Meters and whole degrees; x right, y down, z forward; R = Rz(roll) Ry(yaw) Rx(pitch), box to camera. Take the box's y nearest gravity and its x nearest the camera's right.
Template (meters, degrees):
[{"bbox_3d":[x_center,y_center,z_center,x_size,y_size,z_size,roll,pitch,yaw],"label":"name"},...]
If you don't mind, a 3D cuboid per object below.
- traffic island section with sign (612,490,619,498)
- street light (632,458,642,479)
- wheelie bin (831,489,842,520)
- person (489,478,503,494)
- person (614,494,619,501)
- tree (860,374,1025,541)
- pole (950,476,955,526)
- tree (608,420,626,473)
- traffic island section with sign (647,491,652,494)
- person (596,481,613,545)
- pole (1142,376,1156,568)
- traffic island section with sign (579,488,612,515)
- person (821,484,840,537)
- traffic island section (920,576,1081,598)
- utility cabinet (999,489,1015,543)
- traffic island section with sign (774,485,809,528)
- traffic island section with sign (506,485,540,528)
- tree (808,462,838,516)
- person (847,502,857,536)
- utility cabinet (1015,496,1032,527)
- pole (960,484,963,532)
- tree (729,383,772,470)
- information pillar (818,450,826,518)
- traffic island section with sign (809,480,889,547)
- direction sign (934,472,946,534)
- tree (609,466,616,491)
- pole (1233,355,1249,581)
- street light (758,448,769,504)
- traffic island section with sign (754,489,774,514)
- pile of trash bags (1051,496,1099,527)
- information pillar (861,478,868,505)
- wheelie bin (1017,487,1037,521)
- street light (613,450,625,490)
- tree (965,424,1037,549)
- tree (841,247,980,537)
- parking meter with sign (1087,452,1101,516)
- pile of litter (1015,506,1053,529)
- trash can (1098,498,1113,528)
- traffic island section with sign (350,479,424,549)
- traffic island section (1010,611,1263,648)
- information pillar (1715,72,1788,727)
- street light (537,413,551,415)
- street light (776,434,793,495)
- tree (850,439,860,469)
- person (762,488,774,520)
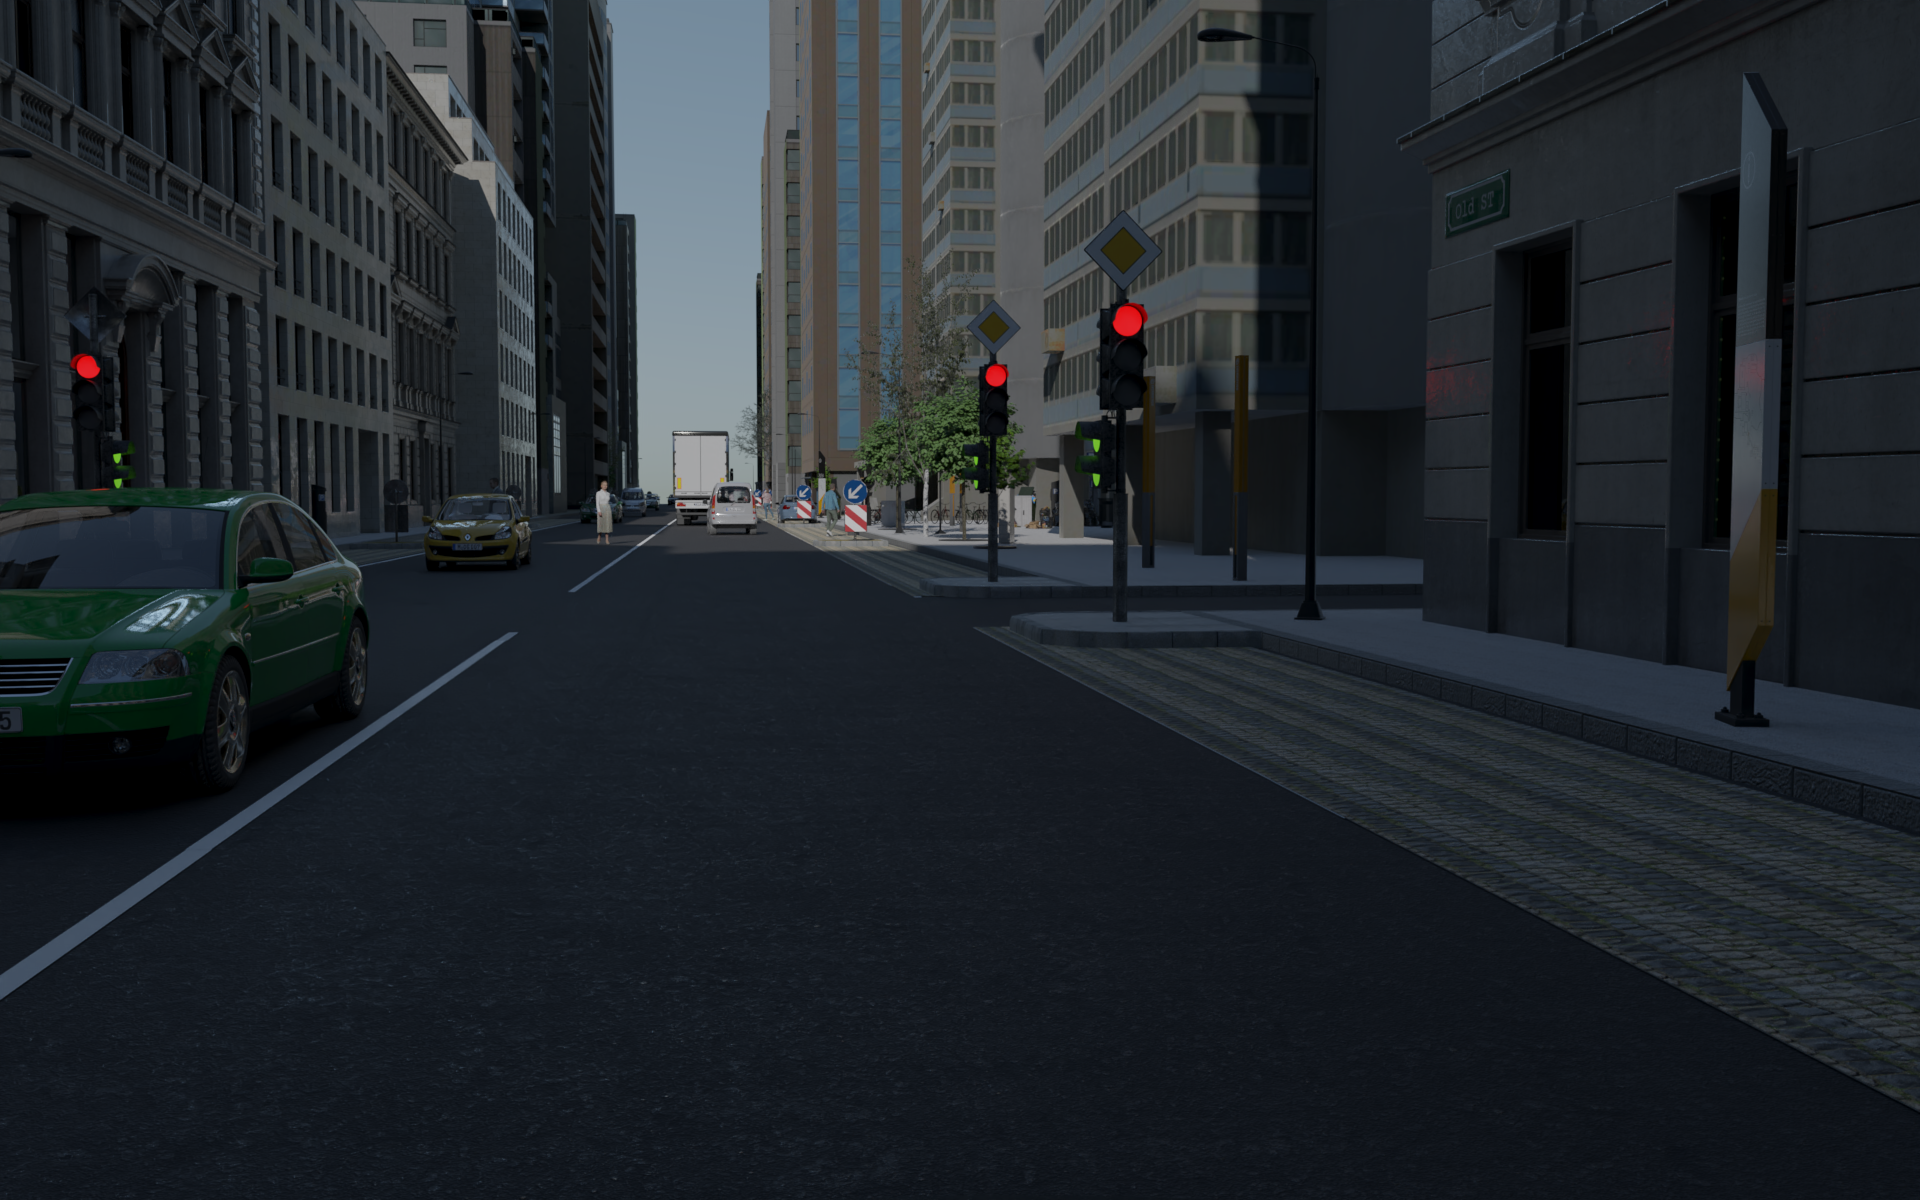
[{"bbox_3d":[-29.680,-8.607,149.347,1.989,1.847,2.006,0,4,-8],"label":"traffic island section with sign"},{"bbox_3d":[-41.784,-15.385,224.085,1.470,5.913,1.316,0,4,-8],"label":"street light"},{"bbox_3d":[-6.217,-4.782,86.096,0.693,1.594,0.980,0,4,1],"label":"wheelie bin"},{"bbox_3d":[-10.652,-1.906,39.792,0.853,1.813,0.709,-2,4,-30],"label":"person"},{"bbox_3d":[-25.988,-7.254,130.364,0.557,1.426,1.065,3,5,44],"label":"person"},{"bbox_3d":[0.190,-3.907,47.599,4.285,4.588,4.351,0,3,0],"label":"tree"},{"bbox_3d":[-0.310,-4.633,69.595,0.158,3.312,0.155,0,3,0],"label":"pole"},{"bbox_3d":[-35.420,-13.594,172.620,4.360,8.622,3.978,0,3,0],"label":"tree"},{"bbox_3d":[-41.264,-13.575,230.570,1.989,1.847,2.006,0,4,-8],"label":"traffic island section with sign"},{"bbox_3d":[-10.182,-2.487,49.384,0.478,1.798,0.641,-2,4,-31],"label":"person"},{"bbox_3d":[3.274,-2.213,30.022,0.158,3.312,0.155,0,3,0],"label":"pole"},{"bbox_3d":[-25.803,-6.945,122.179,1.989,1.847,2.006,0,4,-8],"label":"traffic island section with sign"},{"bbox_3d":[-4.344,-3.005,57.972,0.601,1.785,0.444,3,5,43],"label":"person"},{"bbox_3d":[0.503,-0.187,25.335,2.009,0.180,2.903,0,4,-8],"label":"traffic island section"},{"bbox_3d":[1.210,-2.238,45.274,0.318,1.500,1.173,0,4,8],"label":"utility cabinet"},{"bbox_3d":[-6.871,-4.038,74.646,1.989,1.847,2.006,0,4,-8],"label":"traffic island section with sign"},{"bbox_3d":[-18.775,-3.935,72.963,1.989,1.847,2.006,0,4,-8],"label":"traffic island section with sign"},{"bbox_3d":[-7.943,-6.615,102.763,1.663,3.219,1.824,0,3,0],"label":"tree"},{"bbox_3d":[-3.659,-3.123,59.364,0.447,1.846,0.655,-1,4,-8],"label":"person"},{"bbox_3d":[2.309,-3.491,68.245,1.020,1.237,0.306,0,4,-2],"label":"utility cabinet"},{"bbox_3d":[0.084,-3.962,58.624,0.158,3.312,0.155,0,3,0],"label":"pole"},{"bbox_3d":[-19.342,-16.767,184.507,12.009,13.543,11.850,0,3,0],"label":"tree"},{"bbox_3d":[-7.357,-6.171,92.249,0.183,3.616,0.504,-3,5,-45],"label":"information pillar"},{"bbox_3d":[-3.063,-2.406,47.960,1.989,1.847,2.006,0,4,-8],"label":"traffic island section with sign"},{"bbox_3d":[-0.635,-3.900,55.756,0.876,3.537,0.379,3,4,36],"label":"direction sign"},{"bbox_3d":[-34.654,-11.229,167.305,4.285,4.588,4.351,0,3,0],"label":"tree"},{"bbox_3d":[4.143,-1.939,25.546,0.158,3.312,0.155,0,3,0],"label":"pole"},{"bbox_3d":[-19.586,-12.410,175.447,1.470,5.913,1.316,0,4,-8],"label":"street light"},{"bbox_3d":[-13.959,-7.073,124.270,1.989,1.847,2.006,0,4,-8],"label":"traffic island section with sign"},{"bbox_3d":[5.240,-3.622,68.965,3.447,1.369,1.912,1,4,10],"label":"pile of trash bags"},{"bbox_3d":[-4.304,-4.539,78.712,0.304,2.012,0.304,-2,4,-35],"label":"information pillar"},{"bbox_3d":[2.876,-4.073,74.501,0.980,1.594,0.693,2,4,29],"label":"wheelie bin"},{"bbox_3d":[-35.730,-12.766,181.257,1.470,5.913,1.316,0,4,-8],"label":"street light"},{"bbox_3d":[0.729,-2.814,40.618,1.663,3.219,1.824,0,3,0],"label":"tree"},{"bbox_3d":[-1.161,-6.212,51.936,4.360,8.622,3.978,0,3,0],"label":"tree"},{"bbox_3d":[5.735,-4.714,73.338,0.543,3.016,1.738,1,4,12],"label":"parking meter with sign"},{"bbox_3d":[2.905,-3.079,64.315,1.176,0.858,1.719,2,4,26],"label":"pile of litter"},{"bbox_3d":[5.552,-3.292,65.481,0.748,1.137,0.748,0,3,0],"label":"trash can"},{"bbox_3d":[-14.871,-2.262,45.613,1.989,1.847,2.006,0,4,-8],"label":"traffic island section with sign"},{"bbox_3d":[1.631,0.297,17.430,2.009,0.180,2.903,0,4,-8],"label":"traffic island section"},{"bbox_3d":[4.366,-1.110,9.502,0.183,3.616,0.504,0,4,6],"label":"information pillar"},{"bbox_3d":[-24.050,-7.730,98.934,1.470,5.913,1.316,0,4,-8],"label":"street light"},{"bbox_3d":[-13.422,-9.812,132.961,1.470,5.913,1.316,0,4,-8],"label":"street light"},{"bbox_3d":[-2.334,-4.822,62.559,4.285,4.588,4.351,0,3,0],"label":"tree"},{"bbox_3d":[-10.363,-5.181,93.797,0.643,1.750,0.593,3,5,43],"label":"person"}]
